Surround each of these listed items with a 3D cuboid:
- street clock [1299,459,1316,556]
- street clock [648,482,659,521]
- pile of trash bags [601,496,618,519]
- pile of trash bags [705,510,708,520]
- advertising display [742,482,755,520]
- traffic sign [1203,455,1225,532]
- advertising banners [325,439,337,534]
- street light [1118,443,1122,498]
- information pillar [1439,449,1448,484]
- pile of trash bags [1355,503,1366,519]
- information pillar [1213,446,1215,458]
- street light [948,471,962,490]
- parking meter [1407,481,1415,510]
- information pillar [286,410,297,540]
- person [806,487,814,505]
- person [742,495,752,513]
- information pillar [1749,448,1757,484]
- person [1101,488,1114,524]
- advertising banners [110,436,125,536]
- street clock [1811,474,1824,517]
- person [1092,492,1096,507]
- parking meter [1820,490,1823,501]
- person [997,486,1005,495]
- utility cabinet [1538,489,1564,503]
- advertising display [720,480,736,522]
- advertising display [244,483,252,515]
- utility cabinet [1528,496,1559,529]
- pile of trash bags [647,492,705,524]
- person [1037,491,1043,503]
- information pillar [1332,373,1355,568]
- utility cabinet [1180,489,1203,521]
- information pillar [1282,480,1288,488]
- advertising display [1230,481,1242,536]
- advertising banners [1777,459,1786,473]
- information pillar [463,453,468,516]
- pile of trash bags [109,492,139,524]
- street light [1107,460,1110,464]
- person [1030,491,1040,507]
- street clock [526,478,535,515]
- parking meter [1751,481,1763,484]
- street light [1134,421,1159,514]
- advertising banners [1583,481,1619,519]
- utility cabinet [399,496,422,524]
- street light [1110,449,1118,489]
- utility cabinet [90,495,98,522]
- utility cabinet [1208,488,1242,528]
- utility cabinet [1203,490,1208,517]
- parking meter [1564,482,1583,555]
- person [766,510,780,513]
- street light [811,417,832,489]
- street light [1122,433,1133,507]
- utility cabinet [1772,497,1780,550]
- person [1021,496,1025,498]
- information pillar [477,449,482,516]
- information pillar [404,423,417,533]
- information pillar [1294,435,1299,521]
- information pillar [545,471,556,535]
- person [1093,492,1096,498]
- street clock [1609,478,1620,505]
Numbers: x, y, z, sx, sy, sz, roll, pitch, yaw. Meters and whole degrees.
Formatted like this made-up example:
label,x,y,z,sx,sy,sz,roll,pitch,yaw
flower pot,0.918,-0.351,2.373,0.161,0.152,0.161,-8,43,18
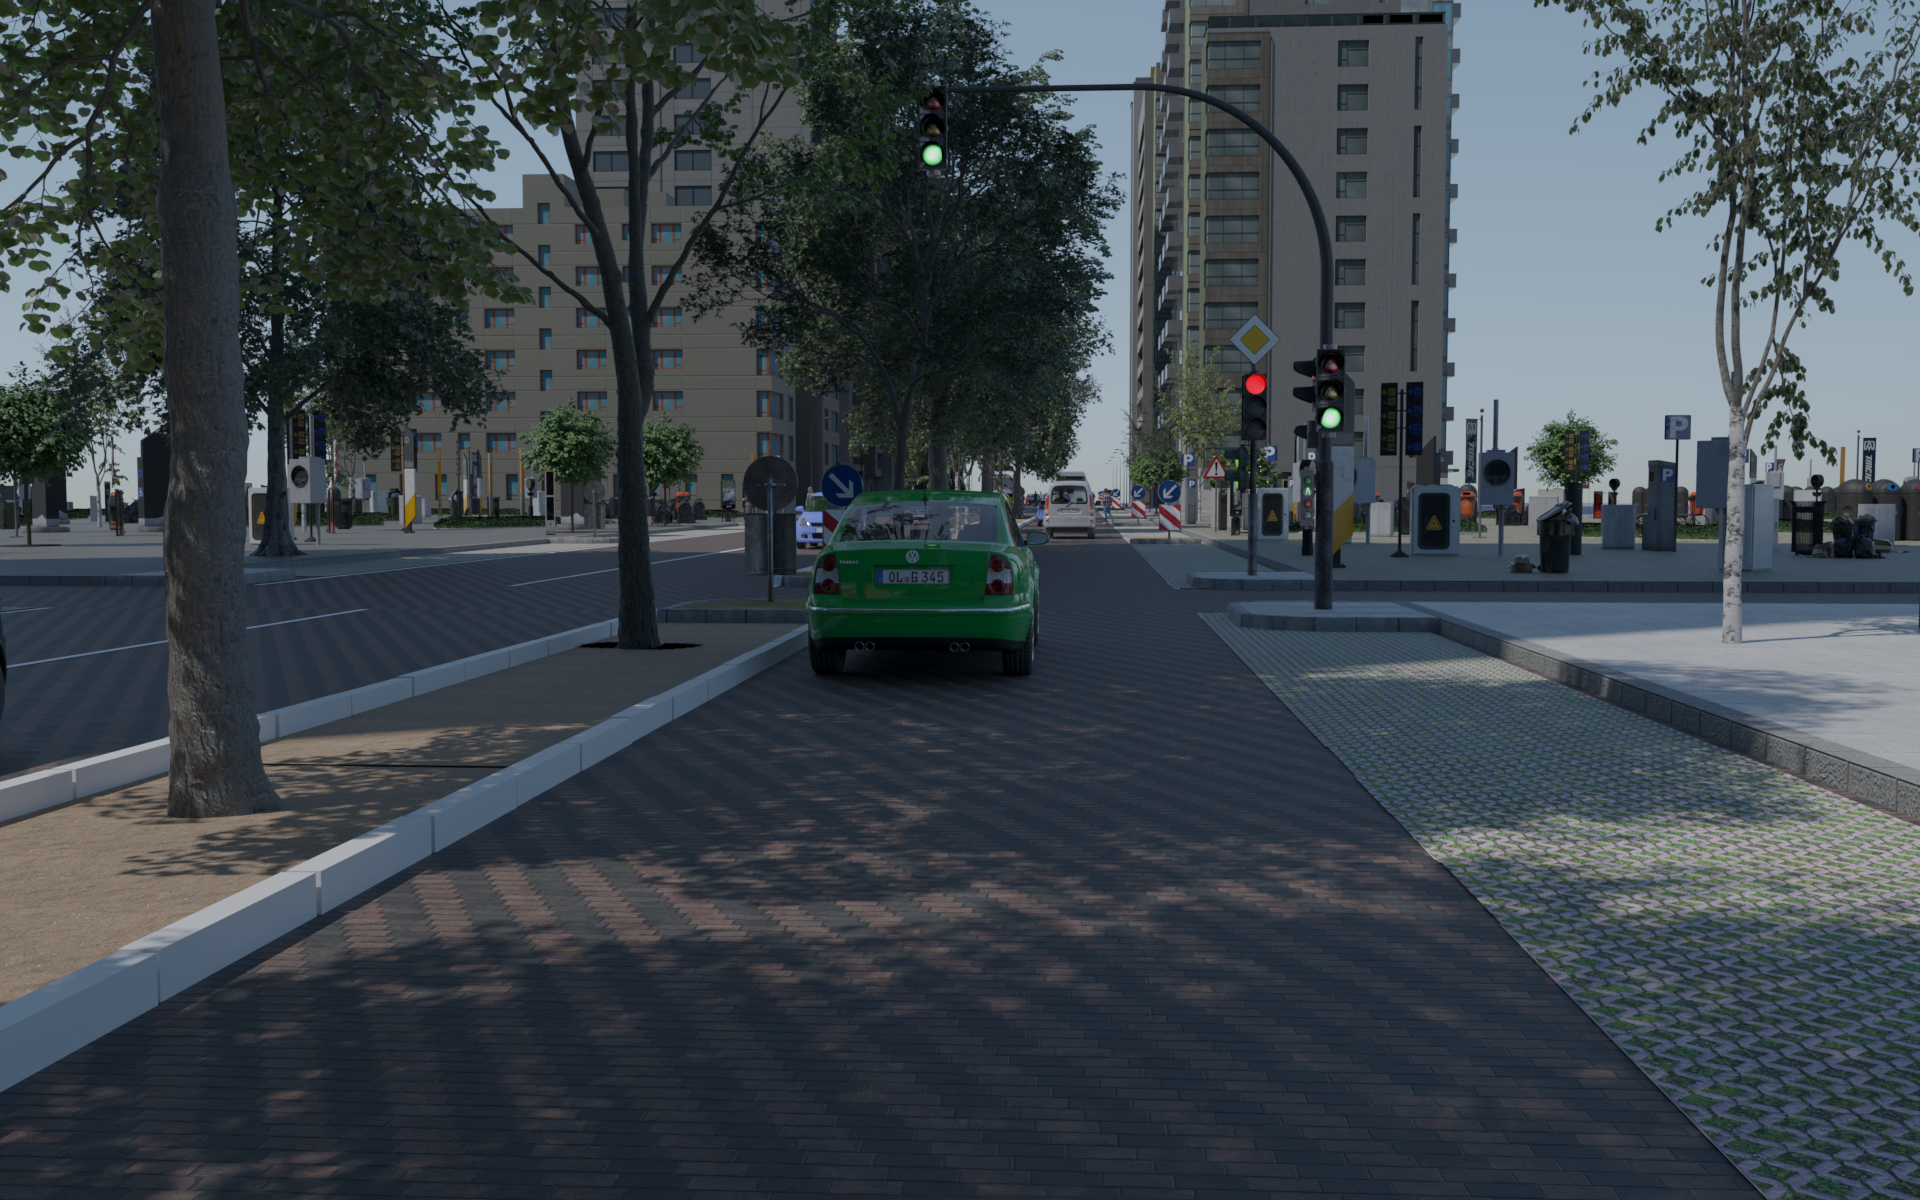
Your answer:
label,x,y,z,sx,sy,sz,roll,pitch,yaw
street clock,7.254,-1.929,36.107,0.358,2.002,0.471,2,4,33
street clock,-14.718,-4.813,83.270,0.471,2.002,0.358,1,4,11
pile of trash bags,-17.405,-4.923,90.248,1.912,1.369,3.447,2,4,27
pile of trash bags,-13.668,-4.705,86.676,1.912,1.369,3.447,-1,4,-12
advertising display,-10.415,-4.908,85.463,0.123,1.923,0.974,2,4,27
traffic sign,8.597,-3.556,58.138,0.884,2.594,0.081,0,4,7
advertising banners,-20.429,-3.676,56.298,0.090,3.025,2.074,-2,4,-29
street light,15.114,-11.176,155.272,1.470,5.913,1.316,0,4,4
information pillar,24.804,-5.971,88.980,0.504,3.616,0.183,0,4,-1
pile of trash bags,19.699,-4.551,84.160,1.912,1.369,3.447,0,4,-5
information pillar,12.464,-5.739,85.184,0.183,3.616,0.504,0,4,3
street light,-0.850,-14.590,211.080,1.470,5.913,1.316,0,4,4
parking meter,19.753,-4.295,75.936,0.255,1.863,0.399,0,4,-4
information pillar,-18.769,-3.502,48.615,0.183,3.616,0.504,0,4,-4
person,-7.534,-4.860,88.137,0.709,1.800,0.728,3,5,40
person,-9.270,-4.109,75.492,0.447,1.846,0.655,0,4,-3
information pillar,40.751,-5.975,89.049,0.504,3.616,0.183,-2,4,-27
person,7.040,-4.491,82.760,0.563,1.720,0.643,-3,4,-37
advertising banners,-25.760,-3.471,52.936,0.090,3.025,2.074,-1,4,-18
street clock,31.343,-3.596,63.360,0.358,2.002,0.471,-1,4,-8
person,14.816,-11.231,193.050,0.530,1.710,0.541,-2,4,-29
parking meter,44.131,-4.933,89.066,0.372,1.533,0.369,0,3,0
person,1.929,-4.595,83.638,0.555,1.821,0.388,-1,4,-16
utility cabinet,25.844,-4.093,75.598,0.318,1.500,1.173,-3,5,-44
advertising display,-10.744,-4.590,80.260,0.123,1.923,0.974,2,4,31
advertising display,-40.776,-5.743,99.112,0.123,1.923,0.974,0,4,5
utility cabinet,21.398,-3.201,63.506,1.020,1.237,0.306,2,4,30
pile of trash bags,-12.499,-4.066,76.239,1.912,1.369,3.447,0,4,-2
person,9.134,-11.473,196.798,1.217,1.736,0.721,2,4,28
information pillar,6.605,-2.368,30.080,0.504,3.616,0.183,-1,4,-20
utility cabinet,11.007,-4.546,83.003,0.318,1.500,1.173,-2,4,-33
information pillar,16.563,-5.122,88.243,0.304,2.012,0.304,0,4,1
advertising display,8.553,-2.965,53.684,0.123,1.923,0.974,2,4,25
advertising banners,39.982,-5.484,85.844,2.074,3.025,0.090,-1,4,-12
information pillar,-28.230,-6.578,98.909,0.183,3.616,0.504,-3,4,-37
pile of trash bags,-36.227,-4.054,76.034,1.912,1.369,3.447,0,4,4
street light,19.389,-14.855,215.417,1.470,5.913,1.316,0,4,4
person,8.382,-11.265,192.698,1.348,1.821,0.705,-2,4,-31
street clock,-19.929,-4.638,80.400,0.358,2.002,0.471,-3,5,-44
parking meter,14.934,-1.486,32.706,0.372,1.533,0.369,0,3,0
street light,11.887,-8.373,109.443,1.470,5.913,1.316,0,4,4
advertising banners,33.157,-5.730,89.866,2.074,3.025,0.090,0,4,-3
utility cabinet,-23.582,-3.865,74.359,0.306,1.237,1.020,2,4,31
street light,17.636,-13.418,191.931,1.470,5.913,1.316,0,4,4
utility cabinet,-40.708,-4.297,81.425,0.306,1.237,1.020,-2,4,-24
utility cabinet,9.997,-3.440,64.925,1.173,1.500,0.318,3,4,38
utility cabinet,13.572,-5.351,96.160,1.173,1.500,0.318,3,5,44
parking meter,12.917,-1.718,36.498,0.372,1.533,0.369,0,3,0
person,-5.304,-2.490,49.392,0.537,1.800,0.526,-1,4,-21
street light,-8.406,-8.085,104.730,1.470,5.913,1.316,0,4,4
street light,13.363,-9.765,132.205,1.470,5.913,1.316,0,4,4
utility cabinet,18.731,-1.773,40.147,0.306,1.237,1.020,3,4,36
person,7.971,-12.662,218.706,0.628,1.438,0.799,-3,5,-43
information pillar,-25.068,-6.057,90.382,0.183,3.616,0.504,0,4,2
information pillar,-18.069,-4.009,56.909,0.504,3.616,0.183,2,4,32
information pillar,12.089,-4.338,62.284,0.183,3.616,0.504,1,4,18
information pillar,-12.805,-3.035,54.118,0.304,2.012,0.304,-1,4,-14
person,17.410,-13.355,227.376,1.217,1.766,0.721,-3,5,-44
street clock,30.133,-4.600,79.782,0.358,2.002,0.471,-2,4,-30
